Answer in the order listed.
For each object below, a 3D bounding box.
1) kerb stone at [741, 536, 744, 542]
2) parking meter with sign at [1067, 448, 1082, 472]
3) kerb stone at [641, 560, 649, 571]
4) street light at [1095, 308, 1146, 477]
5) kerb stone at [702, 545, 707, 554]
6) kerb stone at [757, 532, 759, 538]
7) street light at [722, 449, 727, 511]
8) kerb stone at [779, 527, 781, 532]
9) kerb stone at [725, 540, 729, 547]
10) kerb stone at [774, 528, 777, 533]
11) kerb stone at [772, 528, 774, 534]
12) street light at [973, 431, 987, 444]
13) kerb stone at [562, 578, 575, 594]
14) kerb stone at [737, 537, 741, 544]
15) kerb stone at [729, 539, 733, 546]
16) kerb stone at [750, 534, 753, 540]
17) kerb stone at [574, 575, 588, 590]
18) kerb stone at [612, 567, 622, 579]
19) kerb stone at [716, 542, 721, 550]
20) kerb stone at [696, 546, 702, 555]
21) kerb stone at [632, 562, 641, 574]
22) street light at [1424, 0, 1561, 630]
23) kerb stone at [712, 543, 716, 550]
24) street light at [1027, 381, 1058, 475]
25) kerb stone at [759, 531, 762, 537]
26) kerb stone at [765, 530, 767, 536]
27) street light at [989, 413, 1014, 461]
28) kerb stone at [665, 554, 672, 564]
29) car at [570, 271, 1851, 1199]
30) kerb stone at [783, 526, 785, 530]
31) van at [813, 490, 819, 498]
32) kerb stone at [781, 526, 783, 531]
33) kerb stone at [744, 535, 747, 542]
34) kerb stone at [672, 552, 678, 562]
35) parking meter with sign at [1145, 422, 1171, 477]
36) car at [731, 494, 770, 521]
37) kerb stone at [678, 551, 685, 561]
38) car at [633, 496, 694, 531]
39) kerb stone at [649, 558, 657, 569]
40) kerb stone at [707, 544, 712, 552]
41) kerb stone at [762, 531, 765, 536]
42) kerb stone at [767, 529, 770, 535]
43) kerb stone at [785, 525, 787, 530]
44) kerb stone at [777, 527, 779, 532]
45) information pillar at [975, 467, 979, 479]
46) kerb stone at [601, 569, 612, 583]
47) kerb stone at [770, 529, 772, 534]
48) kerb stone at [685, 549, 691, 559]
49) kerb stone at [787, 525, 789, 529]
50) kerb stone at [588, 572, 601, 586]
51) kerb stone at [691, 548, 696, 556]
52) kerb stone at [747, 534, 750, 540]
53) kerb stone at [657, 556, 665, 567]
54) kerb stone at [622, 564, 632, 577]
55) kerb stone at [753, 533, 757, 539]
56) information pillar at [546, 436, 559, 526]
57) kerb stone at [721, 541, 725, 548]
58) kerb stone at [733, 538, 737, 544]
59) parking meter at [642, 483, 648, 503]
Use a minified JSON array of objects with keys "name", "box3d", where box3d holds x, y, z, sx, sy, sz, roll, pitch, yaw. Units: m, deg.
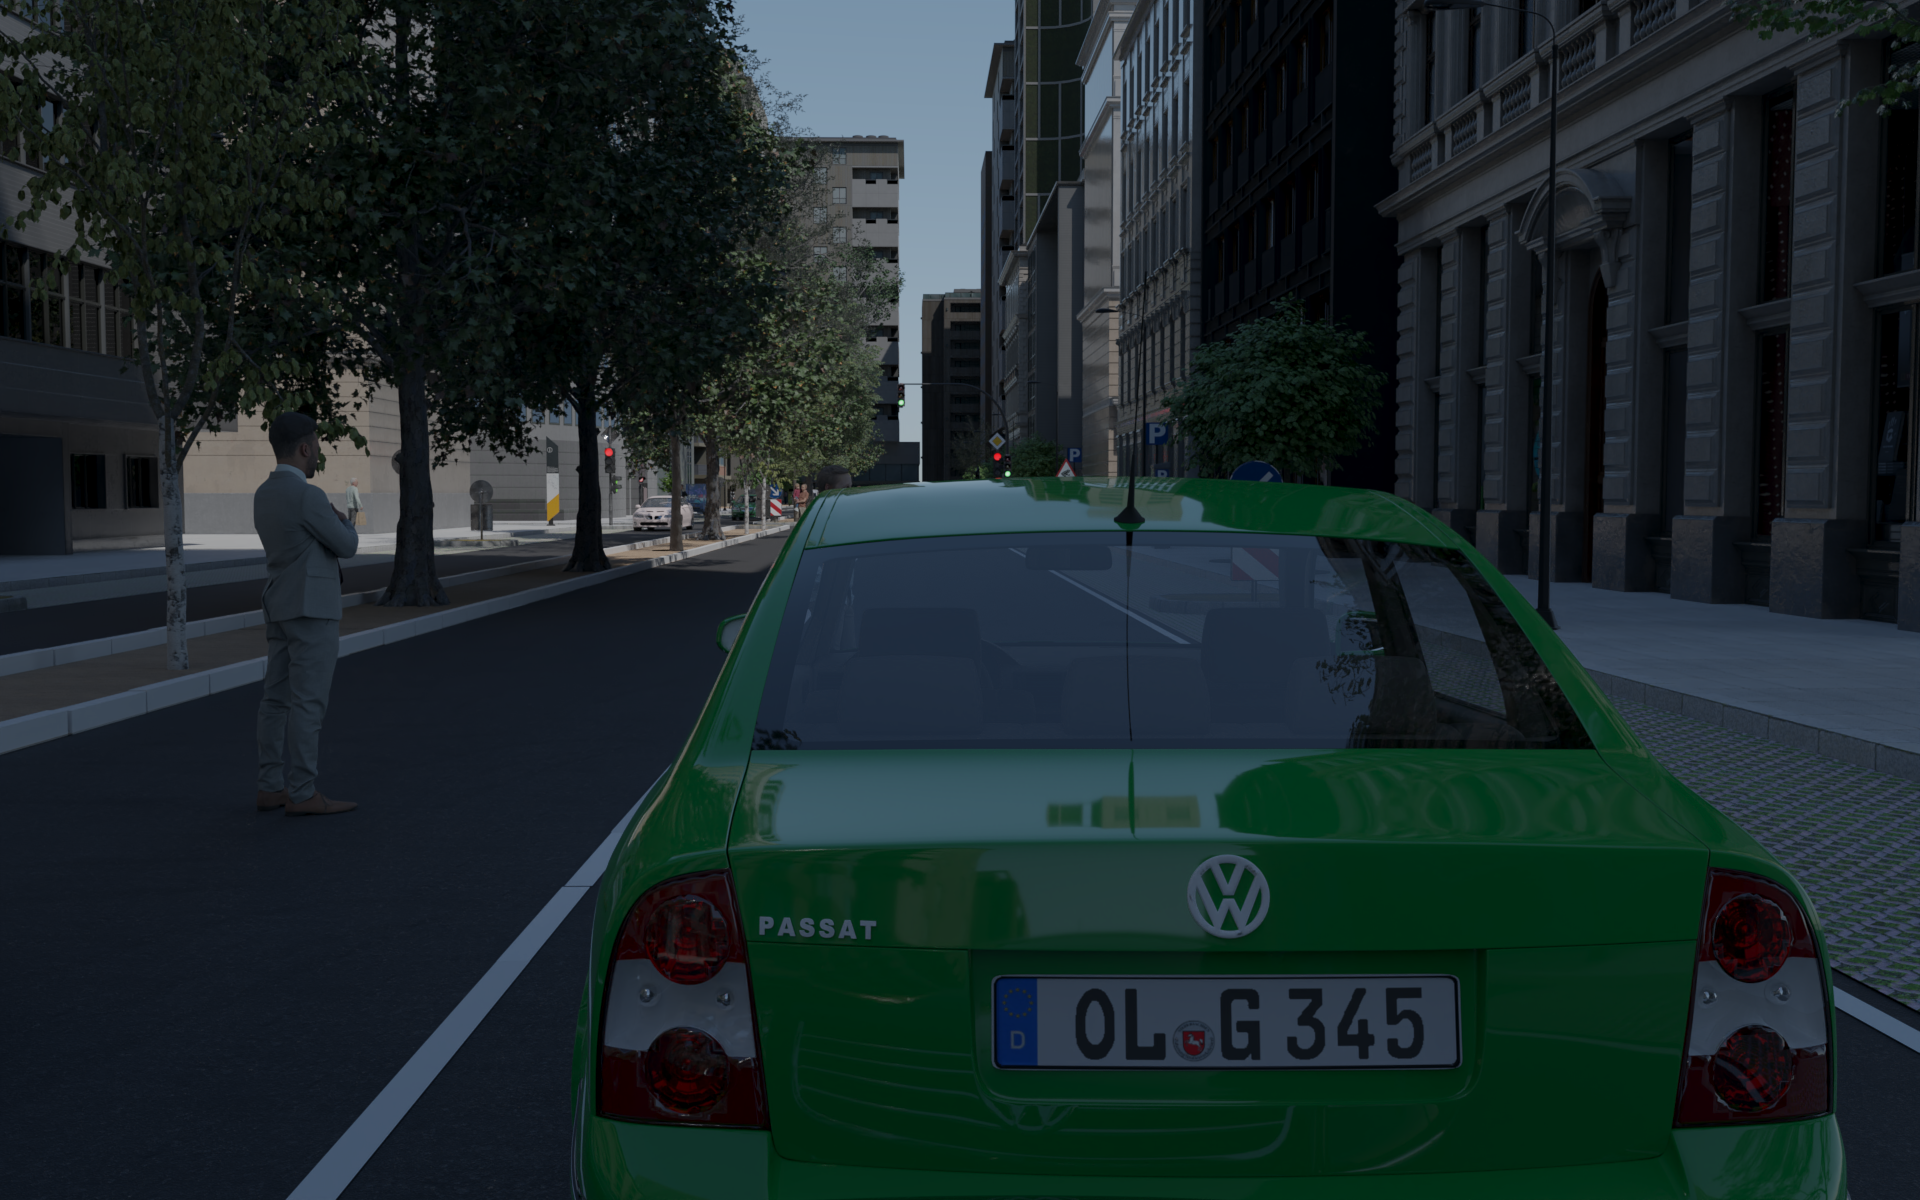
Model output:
[{"name":"kerb stone","box3d":[-6.517,-1.747,50.758,0.120,0.150,1.000,0,4,-2]},{"name":"parking meter with sign","box3d":[4.131,-4.278,66.202,0.543,3.016,1.738,-1,4,-13]},{"name":"kerb stone","box3d":[-5.986,-0.619,32.310,0.120,0.150,1.000,0,4,-2]},{"name":"street light","box3d":[4.083,-4.337,43.451,1.470,5.913,1.316,0,4,-2]},{"name":"kerb stone","box3d":[-6.245,-1.178,41.525,0.120,0.150,1.000,0,4,-2]},{"name":"kerb stone","box3d":[-6.661,-2.060,55.877,0.120,0.150,1.000,0,4,-2]},{"name":"street light","box3d":[-17.558,-9.823,133.140,1.470,5.913,1.316,0,4,-2]},{"name":"kerb stone","box3d":[-6.927,-2.623,65.086,0.120,0.150,1.000,0,4,-2]},{"name":"kerb stone","box3d":[-6.397,-1.496,46.655,0.120,0.150,1.000,0,4,-2]},{"name":"kerb stone","box3d":[-6.858,-2.498,63.039,0.120,0.150,1.000,0,4,-2]},{"name":"kerb stone","box3d":[-6.837,-2.435,62.017,0.120,0.150,1.000,0,4,-2]},{"name":"street light","box3d":[1.702,-9.444,126.948,1.470,5.913,1.316,0,4,-2]},{"name":"kerb stone","box3d":[-5.777,-0.180,25.135,0.120,0.150,1.000,0,4,-2]},{"name":"kerb stone","box3d":[-6.479,-1.684,49.737,0.120,0.150,1.000,0,4,-2]},{"name":"kerb stone","box3d":[-6.422,-1.558,47.691,0.120,0.150,1.000,0,4,-2]},{"name":"kerb stone","box3d":[-6.603,-1.930,53.830,0.120,0.150,1.000,0,4,-2]},{"name":"kerb stone","box3d":[-5.814,-0.243,26.166,0.120,0.150,1.000,0,4,-2]},{"name":"kerb stone","box3d":[-5.898,-0.431,29.241,0.120,0.150,1.000,0,4,-2]},{"name":"kerb stone","box3d":[-6.343,-1.366,44.589,0.120,0.150,1.000,0,4,-2]},{"name":"kerb stone","box3d":[-6.217,-1.117,40.500,0.120,0.150,1.000,0,4,-2]},{"name":"kerb stone","box3d":[-5.953,-0.556,31.289,0.120,0.150,1.000,0,4,-2]},{"name":"street light","box3d":[5.014,-2.677,16.309,1.470,5.913,1.316,0,4,-2]},{"name":"kerb stone","box3d":[-6.309,-1.306,43.567,0.120,0.150,1.000,0,4,-2]},{"name":"street light","box3d":[3.444,-6.032,71.169,1.470,5.913,1.316,0,4,-2]},{"name":"kerb stone","box3d":[-6.691,-2.119,56.901,0.120,0.150,1.000,0,4,-2]},{"name":"kerb stone","box3d":[-6.744,-2.248,58.946,0.120,0.150,1.000,0,4,-2]},{"name":"street light","box3d":[2.536,-7.791,99.924,1.470,5.913,1.316,0,4,-2]},{"name":"kerb stone","box3d":[-6.072,-0.807,35.382,0.120,0.150,1.000,0,4,-2]},{"name":"car","box3d":[0.298,0.279,4.236,1.959,1.807,4.718,0,4,0]},{"name":"kerb stone","box3d":[-6.985,-2.749,67.139,0.120,0.150,1.000,0,4,-2]},{"name":"van","box3d":[-14.049,-9.501,162.346,2.013,2.044,4.112,0,4,0]},{"name":"kerb stone","box3d":[-6.953,-2.681,66.107,0.120,0.150,1.000,0,4,-2]},{"name":"kerb stone","box3d":[-6.545,-1.810,51.787,0.120,0.150,1.000,0,4,-2]},{"name":"kerb stone","box3d":[-6.102,-0.866,36.405,0.120,0.150,1.000,0,4,-2]},{"name":"parking meter with sign","box3d":[4.767,-2.756,41.327,0.543,3.016,1.738,0,4,1]},{"name":"car","box3d":[-11.372,-5.071,94.715,2.131,1.459,4.920,0,4,0]},{"name":"kerb stone","box3d":[-6.133,-0.926,37.428,0.120,0.150,1.000,0,4,-2]},{"name":"car","box3d":[-11.664,-3.423,68.334,2.083,1.381,4.827,0,4,0]},{"name":"kerb stone","box3d":[-6.013,-0.679,33.332,0.120,0.150,1.000,0,4,-2]},{"name":"kerb stone","box3d":[-6.272,-1.245,42.546,0.120,0.150,1.000,0,4,-2]},{"name":"kerb stone","box3d":[-6.714,-2.185,57.923,0.120,0.150,1.000,0,4,-2]},{"name":"kerb stone","box3d":[-6.784,-2.310,59.967,0.120,0.150,1.000,0,4,-2]},{"name":"kerb stone","box3d":[-7.009,-2.811,68.170,0.120,0.150,1.000,0,4,-2]},{"name":"kerb stone","box3d":[-6.896,-2.561,64.064,0.120,0.150,1.000,0,4,-2]},{"name":"information pillar","box3d":[1.514,-9.774,151.164,0.183,3.616,0.504,2,4,35]},{"name":"kerb stone","box3d":[-5.860,-0.368,28.220,0.120,0.150,1.000,0,4,-2]},{"name":"kerb stone","box3d":[-6.815,-2.373,60.989,0.120,0.150,1.000,0,4,-2]},{"name":"kerb stone","box3d":[-6.157,-0.994,38.449,0.120,0.150,1.000,0,4,-2]},{"name":"kerb stone","box3d":[-7.041,-2.874,69.191,0.120,0.150,1.000,0,4,-2]},{"name":"kerb stone","box3d":[-5.834,-0.306,27.192,0.120,0.150,1.000,0,4,-2]},{"name":"kerb stone","box3d":[-6.193,-1.057,39.477,0.120,0.150,1.000,0,4,-2]},{"name":"kerb stone","box3d":[-6.572,-1.870,52.808,0.120,0.150,1.000,0,4,-2]},{"name":"kerb stone","box3d":[-6.040,-0.744,34.355,0.120,0.150,1.000,0,4,-2]},{"name":"kerb stone","box3d":[-5.921,-0.493,30.262,0.120,0.150,1.000,0,4,-2]},{"name":"kerb stone","box3d":[-6.618,-1.997,54.852,0.120,0.150,1.000,0,4,-2]},{"name":"information pillar","box3d":[-16.415,-4.795,69.749,0.504,3.616,0.183,-1,4,-8]},{"name":"kerb stone","box3d":[-6.363,-1.433,45.618,0.120,0.150,1.000,0,4,-2]},{"name":"kerb stone","box3d":[-6.460,-1.620,48.712,0.120,0.150,1.000,0,4,-2]},{"name":"parking meter","box3d":[-16.487,-5.192,90.601,0.255,1.863,0.399,-1,4,-21]}]
